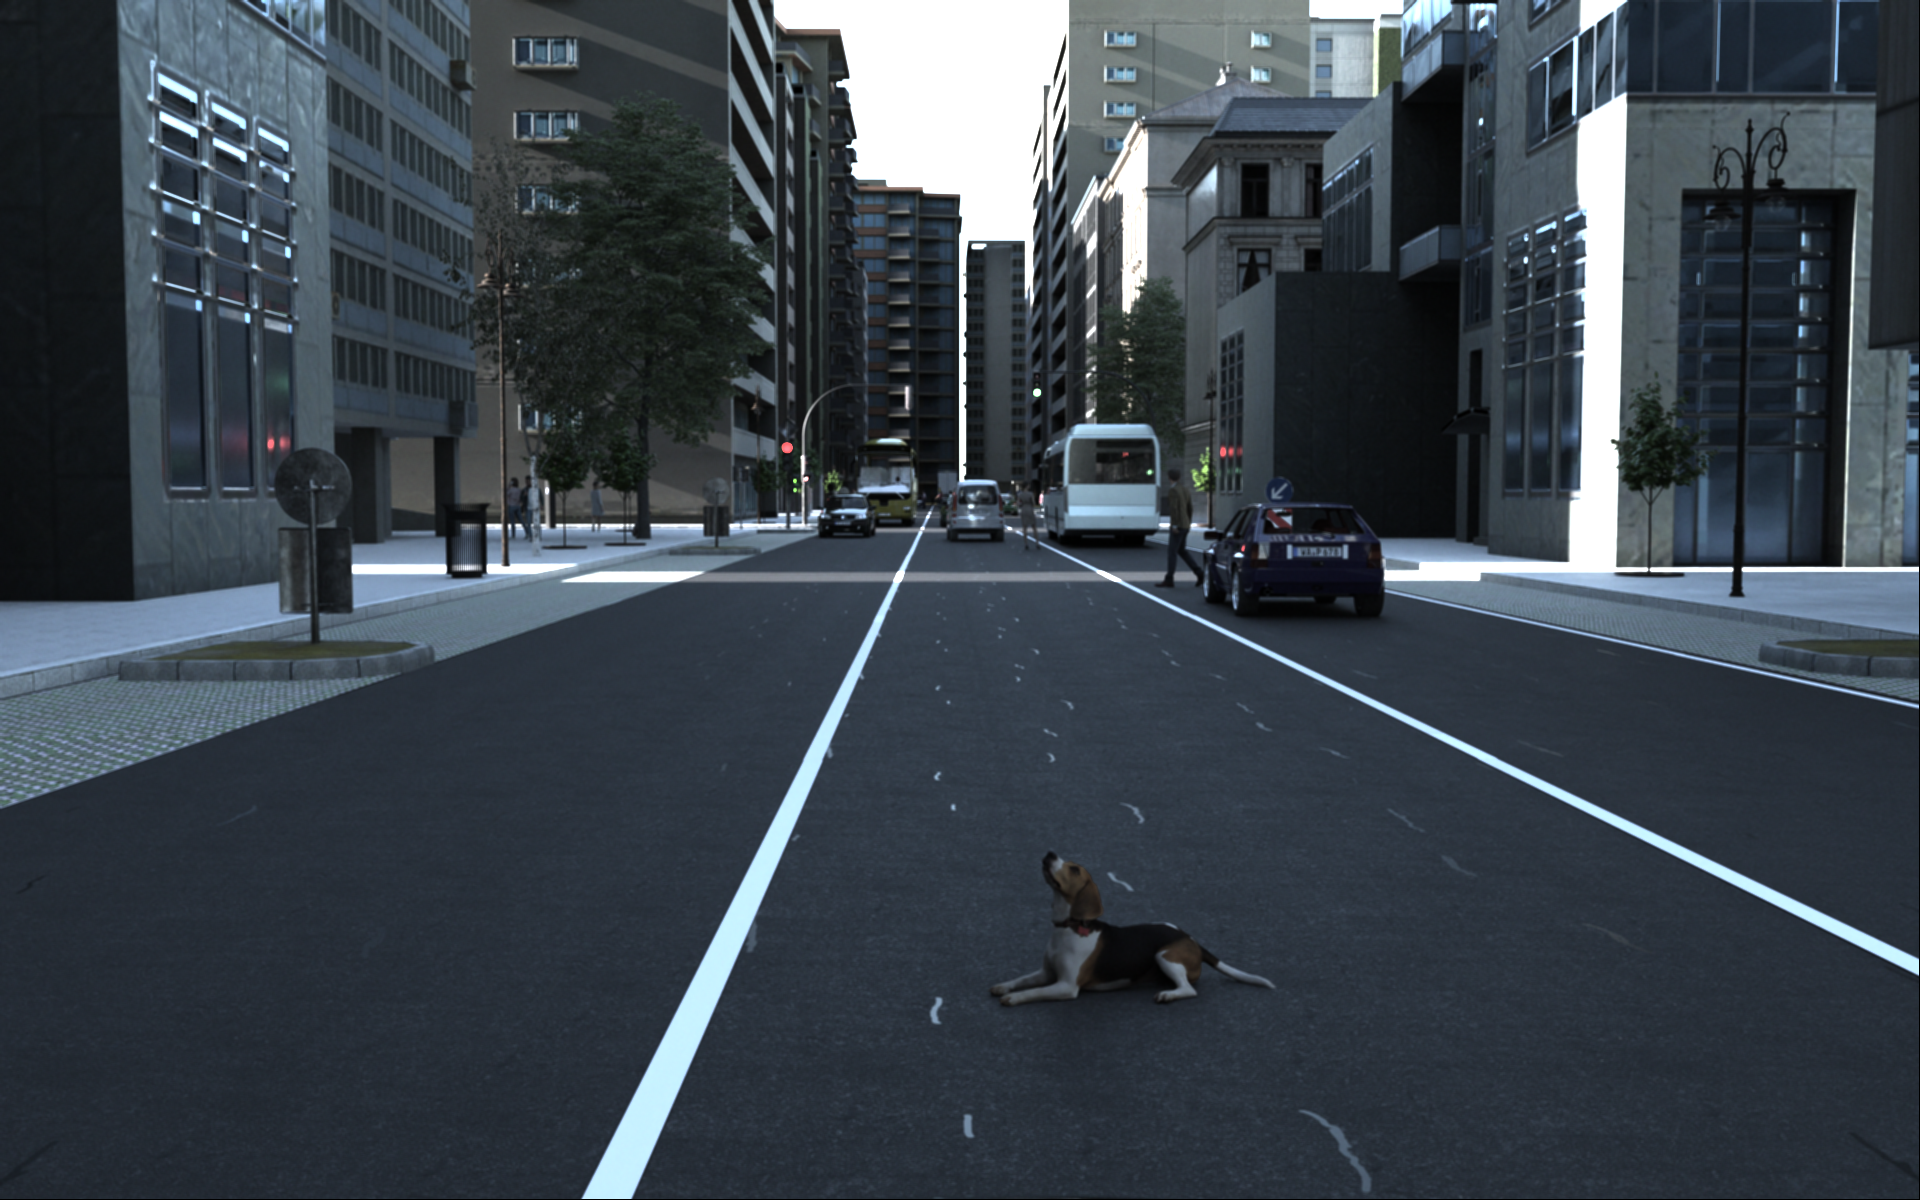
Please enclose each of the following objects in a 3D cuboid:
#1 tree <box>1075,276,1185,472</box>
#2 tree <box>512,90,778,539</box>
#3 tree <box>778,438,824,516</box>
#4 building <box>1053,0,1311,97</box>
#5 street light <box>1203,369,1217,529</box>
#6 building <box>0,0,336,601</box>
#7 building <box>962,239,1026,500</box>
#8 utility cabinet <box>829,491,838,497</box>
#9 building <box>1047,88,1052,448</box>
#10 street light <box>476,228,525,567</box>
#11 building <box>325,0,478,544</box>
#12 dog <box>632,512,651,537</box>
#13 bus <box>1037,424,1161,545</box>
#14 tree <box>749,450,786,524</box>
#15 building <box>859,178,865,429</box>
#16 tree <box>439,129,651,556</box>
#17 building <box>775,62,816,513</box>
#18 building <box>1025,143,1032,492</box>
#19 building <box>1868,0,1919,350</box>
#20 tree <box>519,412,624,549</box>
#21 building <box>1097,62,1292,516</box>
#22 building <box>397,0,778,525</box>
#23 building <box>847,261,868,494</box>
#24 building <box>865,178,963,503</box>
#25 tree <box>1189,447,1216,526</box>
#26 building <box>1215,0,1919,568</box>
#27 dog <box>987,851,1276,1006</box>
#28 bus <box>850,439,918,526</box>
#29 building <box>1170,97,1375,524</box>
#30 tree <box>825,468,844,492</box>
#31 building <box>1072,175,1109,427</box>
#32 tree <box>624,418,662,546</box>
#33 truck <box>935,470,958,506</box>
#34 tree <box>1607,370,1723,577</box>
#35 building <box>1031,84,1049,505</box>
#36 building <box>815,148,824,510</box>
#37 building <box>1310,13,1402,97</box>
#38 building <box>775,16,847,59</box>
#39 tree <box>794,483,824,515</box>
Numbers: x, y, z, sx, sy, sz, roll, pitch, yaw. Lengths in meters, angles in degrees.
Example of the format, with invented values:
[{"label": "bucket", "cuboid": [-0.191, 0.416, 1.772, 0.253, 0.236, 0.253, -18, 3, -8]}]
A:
[{"label": "tree", "cuboid": [9.916, -10.518, 90.094, 7.486, 12.596, 7.792, 0, 3, 0]}, {"label": "tree", "cuboid": [-8.659, -8.020, 49.261, 7.486, 12.596, 7.792, 0, 3, 0]}, {"label": "tree", "cuboid": [-9.532, -7.180, 101.098, 4.285, 4.588, 4.351, 0, 3, 0]}, {"label": "building", "cuboid": [19.826, -32.875, 161.204, 21.300, 48.544, 21.600, 0, 4, -1]}, {"label": "street light", "cuboid": [9.251, -5.564, 63.757, 0.468, 5.910, 1.993, 0, 4, -1]}, {"label": "building", "cuboid": [-18.930, -42.618, 9.476, 22.319, 86.520, 31.000, 0, 4, -1]}, {"label": "building", "cuboid": [12.403, -33.976, 247.396, 23.993, 40.220, 32.217, 0, 4, -1]}, {"label": "utility cabinet", "cuboid": [-8.713, -6.770, 119.373, 0.318, 1.500, 1.173, -2, 4, -24]}, {"label": "building", "cuboid": [16.397, -32.356, 179.129, 14.600, 45.320, 14.200, 0, 4, -1]}, {"label": "street light", "cuboid": [-8.016, -3.522, 30.373, 0.468, 5.910, 1.993, 0, 4, -1]}, {"label": "building", "cuboid": [-26.295, -21.631, 45.541, 23.993, 40.220, 32.217, 0, 4, -1]}, {"label": "dog", "cuboid": [-9.705, -2.332, 52.502, 0.513, 0.831, 0.800, -2, 4, -23]}, {"label": "bus", "cuboid": [4.027, -3.510, 52.247, 2.948, 3.499, 13.247, 0, 4, 0]}, {"label": "tree", "cuboid": [-8.553, -4.946, 75.476, 1.663, 3.219, 1.824, 0, 3, 0]}, {"label": "building", "cuboid": [-22.449, -32.749, 190.071, 22.147, 44.769, 28.867, 0, 4, -1]}, {"label": "tree", "cuboid": [-8.611, -5.193, 35.260, 4.360, 8.622, 3.978, 0, 3, 0]}, {"label": "building", "cuboid": [-17.536, -21.090, 116.517, 14.160, 30.474, 14.107, 0, 4, -1]}, {"label": "building", "cuboid": [15.397, -34.541, 214.852, 14.600, 45.320, 14.200, 0, 4, -1]}, {"label": "building", "cuboid": [16.364, -20.196, 13.802, 14.154, 41.232, 14.086, 0, 4, -1]}, {"label": "tree", "cuboid": [-9.213, -2.819, 40.695, 1.663, 3.219, 1.824, 0, 3, 0]}, {"label": "building", "cuboid": [16.046, -19.178, 110.830, 12.463, 27.353, 25.104, 0, 4, -1]}, {"label": "building", "cuboid": [-20.382, -28.022, 81.856, 21.300, 48.544, 21.600, 0, 4, -1]}, {"label": "building", "cuboid": [-18.498, -27.115, 215.035, 14.107, 30.474, 14.160, 0, 4, -1]}, {"label": "building", "cuboid": [-14.087, -35.984, 242.966, 28.867, 44.769, 22.147, 0, 4, -1]}, {"label": "tree", "cuboid": [10.130, -4.674, 71.027, 1.663, 3.219, 1.824, 0, 3, 0]}, {"label": "building", "cuboid": [20.330, -44.666, 42.956, 22.319, 86.520, 31.000, 0, 4, -1]}, {"label": "dog", "cuboid": [0.496, 0.931, 4.965, 0.748, 0.427, 0.550, 2, 4, 24]}, {"label": "bus", "cuboid": [-3.326, -5.433, 80.377, 2.896, 3.916, 12.252, 0, 4, -1]}, {"label": "building", "cuboid": [19.814, -13.083, 78.539, 19.286, 19.102, 10.561, 0, 4, -1]}, {"label": "tree", "cuboid": [-9.302, -8.085, 126.783, 1.663, 3.219, 1.824, 0, 3, 0]}, {"label": "building", "cuboid": [16.676, -20.907, 135.339, 14.314, 27.812, 24.014, 0, 4, -1]}, {"label": "tree", "cuboid": [-8.522, -2.979, 43.315, 1.663, 3.219, 1.824, 0, 3, 0]}, {"label": "truck", "cuboid": [-1.589, -13.530, 210.130, 2.839, 4.237, 11.283, 0, 4, -1]}, {"label": "tree", "cuboid": [10.765, -1.982, 27.009, 1.663, 3.219, 1.824, 0, 3, 0]}, {"label": "building", "cuboid": [19.346, -35.060, 196.934, 21.300, 48.544, 21.600, 0, 4, -1]}, {"label": "building", "cuboid": [-18.451, -22.439, 138.574, 14.160, 30.474, 14.107, 0, 4, -1]}, {"label": "building", "cuboid": [50.175, -40.972, 211.891, 28.212, 58.520, 21.231, 0, 4, -1]}, {"label": "building", "cuboid": [-21.459, -30.987, 161.268, 22.147, 44.769, 28.867, 0, 4, -1]}, {"label": "tree", "cuboid": [-9.517, -6.817, 106.051, 1.663, 3.219, 1.824, 0, 3, 0]}]
